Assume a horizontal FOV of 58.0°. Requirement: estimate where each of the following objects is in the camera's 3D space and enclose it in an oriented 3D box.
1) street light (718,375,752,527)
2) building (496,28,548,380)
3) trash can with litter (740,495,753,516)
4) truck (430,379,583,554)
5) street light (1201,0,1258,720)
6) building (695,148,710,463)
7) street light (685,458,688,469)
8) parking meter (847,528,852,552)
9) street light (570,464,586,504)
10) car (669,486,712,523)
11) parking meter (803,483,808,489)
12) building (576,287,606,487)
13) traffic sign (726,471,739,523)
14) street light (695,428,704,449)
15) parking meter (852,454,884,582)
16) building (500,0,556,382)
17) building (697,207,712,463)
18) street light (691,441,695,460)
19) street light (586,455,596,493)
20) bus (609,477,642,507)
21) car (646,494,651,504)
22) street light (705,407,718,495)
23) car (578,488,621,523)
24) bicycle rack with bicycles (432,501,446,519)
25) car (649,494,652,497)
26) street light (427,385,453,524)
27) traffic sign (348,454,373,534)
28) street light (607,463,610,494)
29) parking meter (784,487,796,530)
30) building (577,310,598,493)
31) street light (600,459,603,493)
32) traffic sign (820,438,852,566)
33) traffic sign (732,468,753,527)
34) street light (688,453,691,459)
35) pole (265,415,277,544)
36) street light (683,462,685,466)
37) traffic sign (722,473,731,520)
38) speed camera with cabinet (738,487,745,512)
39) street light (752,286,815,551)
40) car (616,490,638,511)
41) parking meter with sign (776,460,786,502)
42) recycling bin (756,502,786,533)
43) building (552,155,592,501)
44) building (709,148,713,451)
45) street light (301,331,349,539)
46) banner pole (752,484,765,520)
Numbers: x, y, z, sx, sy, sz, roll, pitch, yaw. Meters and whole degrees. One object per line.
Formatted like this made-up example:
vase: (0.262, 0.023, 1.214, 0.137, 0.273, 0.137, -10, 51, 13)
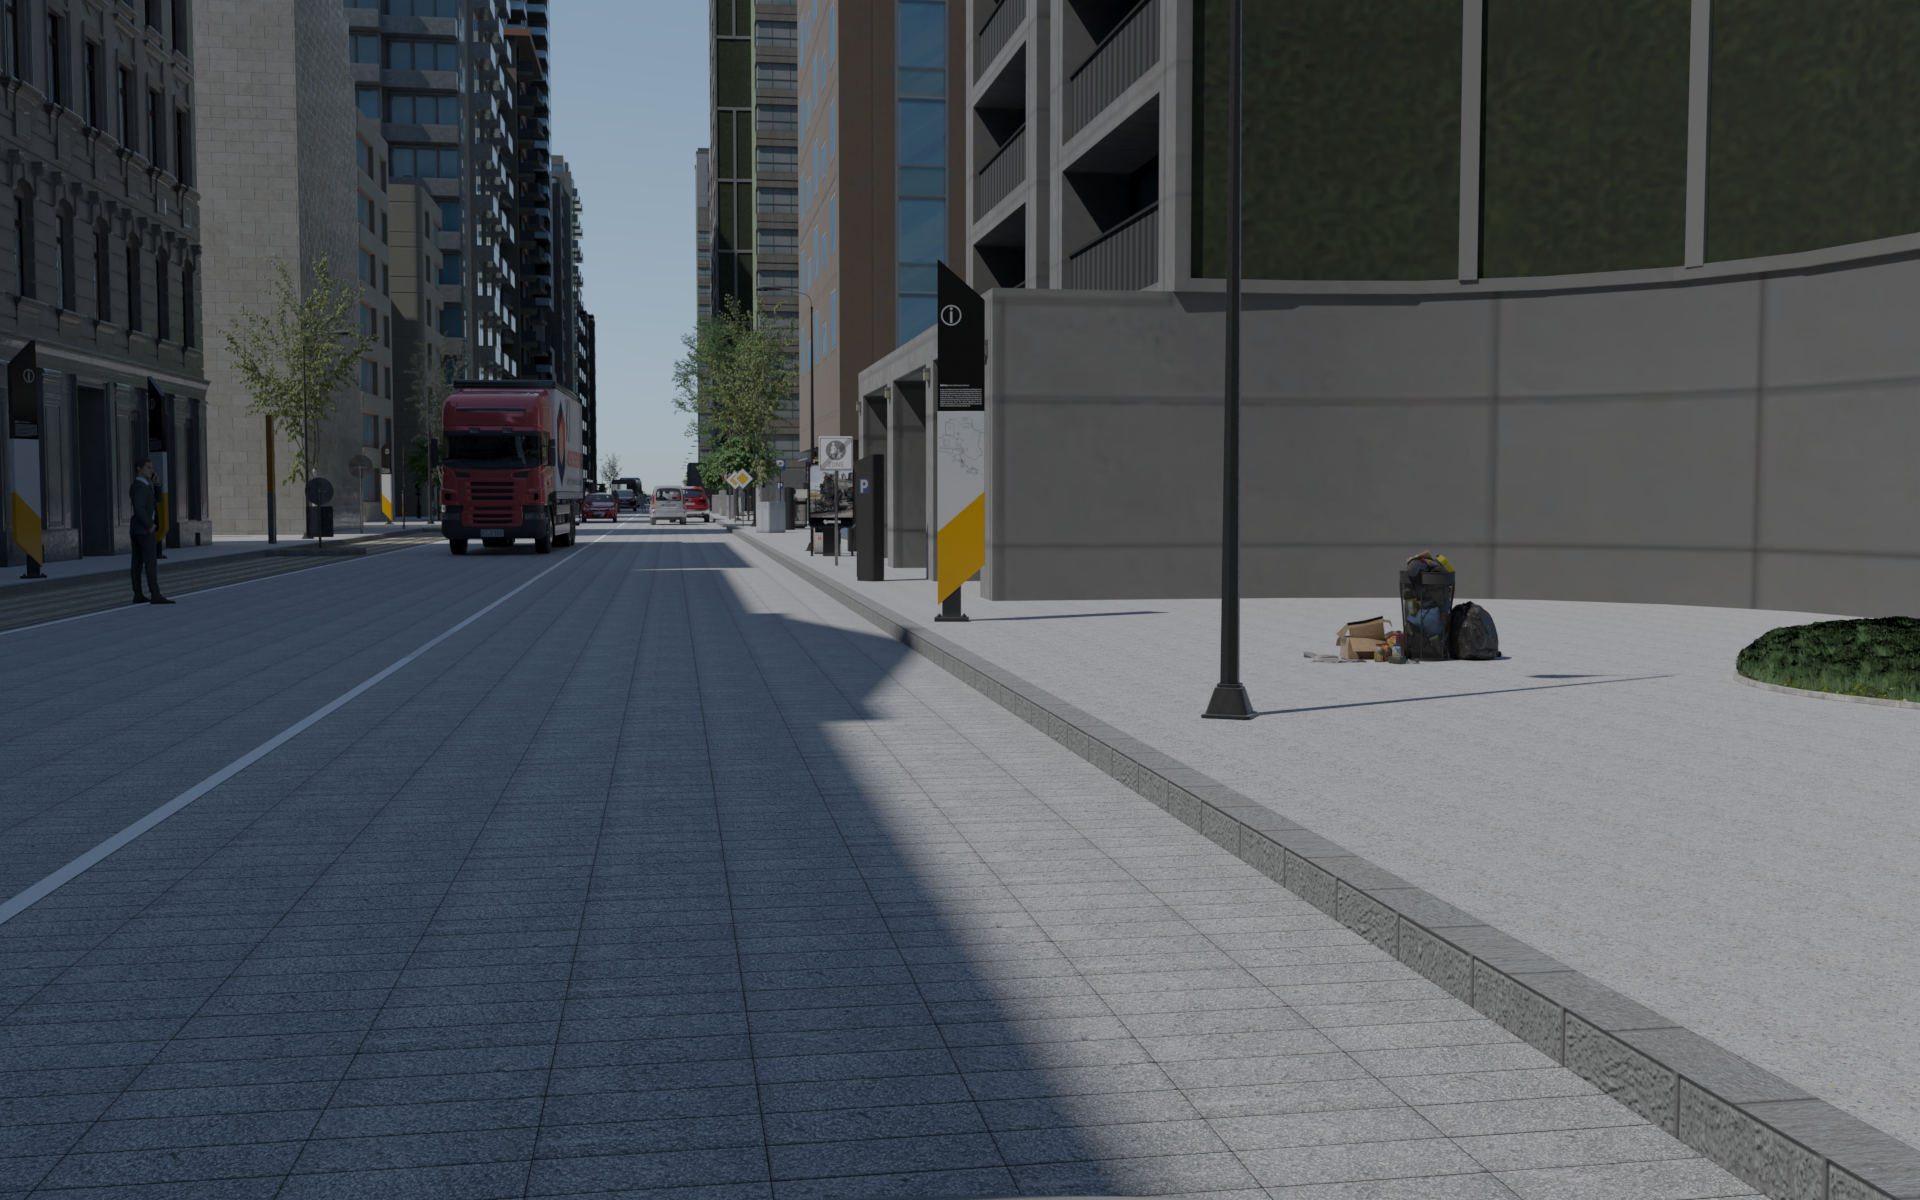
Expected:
street light: (-8.602, -5.825, 67.784, 1.470, 5.913, 1.316, -1, 4, -9)
building: (-49.995, -30.894, 159.743, 22.147, 44.769, 28.867, -1, 4, -9)
trash can with litter: (-12.761, -5.693, 104.146, 1.678, 1.210, 2.233, -3, 4, -39)
truck: (-11.463, -3.419, 44.810, 2.839, 4.237, 11.283, 0, 4, -8)
street light: (1.018, -2.274, 9.719, 1.470, 5.913, 1.316, -1, 4, -9)
building: (-34.148, -46.025, 294.505, 21.231, 58.520, 28.212, -1, 4, -9)
street light: (-29.900, -13.608, 195.037, 1.470, 5.913, 1.316, -1, 4, -9)
parking meter: (-2.367, -2.010, 38.570, 0.255, 1.863, 0.399, -1, 4, -10)
street light: (-39.407, -12.541, 177.587, 1.470, 5.913, 1.316, -1, 4, -9)
car: (-13.762, -4.862, 88.173, 2.281, 1.827, 5.304, -1, 4, -8)
parking meter: (-7.834, -5.033, 87.997, 0.255, 1.863, 0.399, 0, 4, -8)
building: (-74.885, -36.203, 283.806, 32.217, 40.220, 23.993, -1, 4, -9)
traffic sign: (-9.824, -4.409, 75.725, 0.795, 2.450, 0.064, -1, 4, -9)
street light: (-17.616, -9.094, 121.229, 1.470, 5.913, 1.316, -1, 4, -9)
parking meter: (-1.327, -1.211, 25.503, 0.399, 1.863, 0.255, 3, 5, 44)
building: (-54.604, -53.536, 187.992, 22.319, 86.520, 31.000, -1, 4, -9)
building: (-30.648, -34.599, 249.287, 14.154, 41.232, 14.086, -1, 4, -9)
street light: (-22.312, -10.841, 149.795, 1.470, 5.913, 1.316, -1, 4, -9)
street light: (-44.010, -14.284, 206.076, 1.470, 5.913, 1.316, -1, 4, -9)
bus: (-35.945, -11.748, 186.933, 2.948, 3.499, 13.247, 0, 4, -8)
car: (-47.005, -15.069, 258.170, 2.131, 1.459, 4.920, -1, 4, -11)
street light: (-12.737, -7.334, 92.445, 1.470, 5.913, 1.316, -1, 4, -9)
car: (-18.395, -4.850, 88.344, 2.155, 1.783, 4.494, -1, 4, -11)
bicycle rack with bicycles: (-25.646, -4.608, 88.726, 2.852, 0.926, 2.925, -2, 4, -31)
car: (-54.062, -17.757, 300.105, 2.009, 1.686, 4.222, 0, 4, -8)
street light: (-21.968, -6.177, 73.541, 1.470, 5.913, 1.316, -1, 4, -9)
traffic sign: (-19.247, -3.397, 55.641, 0.768, 2.556, 0.104, 0, 4, -8)
street light: (-53.189, -17.590, 260.139, 1.470, 5.913, 1.316, -1, 4, -9)
parking meter: (-6.070, -3.262, 61.750, 0.372, 1.533, 0.369, 0, 3, 0)
building: (-63.454, -30.277, 266.730, 14.160, 30.474, 14.107, -1, 4, -9)
street light: (-48.453, -15.849, 231.673, 1.470, 5.913, 1.316, -1, 4, -9)
traffic sign: (-2.207, -1.758, 30.866, 0.606, 2.300, 0.079, 0, 4, -1)
traffic sign: (-8.508, -3.927, 67.848, 0.795, 2.450, 0.064, -1, 4, -9)
street light: (-25.144, -11.868, 166.574, 1.470, 5.913, 1.316, -1, 4, -9)
pole: (-17.754, -3.106, 44.629, 0.158, 3.312, 0.155, 0, 3, 0)
street light: (-34.877, -15.404, 224.398, 1.470, 5.913, 1.316, -1, 4, -9)
traffic sign: (-11.424, -5.252, 85.981, 0.768, 2.556, 0.104, 0, 4, -5)
speed camera with cabinet: (-15.439, -7.766, 121.308, 0.660, 3.252, 2.038, 0, 4, -4)
street light: (-3.853, -4.054, 38.820, 1.470, 5.913, 1.316, -1, 4, -9)
car: (-28.121, -8.340, 145.037, 2.281, 1.827, 5.304, -1, 4, -11)
parking meter with sign: (-9.176, -5.644, 88.537, 0.543, 3.016, 1.738, 0, 4, -5)
recycling bin: (-6.255, -2.737, 57.297, 0.722, 1.027, 0.722, -3, 5, -43)
building: (-64.463, -38.155, 243.448, 23.786, 49.044, 30.456, -1, 4, -9)
building: (-19.849, -36.112, 214.133, 21.300, 48.544, 21.600, -1, 4, -9)
street light: (-18.039, -4.691, 49.245, 1.470, 5.913, 1.316, -1, 4, -9)
banner pole: (-9.915, -5.833, 85.379, 0.863, 3.779, 0.401, -3, 5, -43)
